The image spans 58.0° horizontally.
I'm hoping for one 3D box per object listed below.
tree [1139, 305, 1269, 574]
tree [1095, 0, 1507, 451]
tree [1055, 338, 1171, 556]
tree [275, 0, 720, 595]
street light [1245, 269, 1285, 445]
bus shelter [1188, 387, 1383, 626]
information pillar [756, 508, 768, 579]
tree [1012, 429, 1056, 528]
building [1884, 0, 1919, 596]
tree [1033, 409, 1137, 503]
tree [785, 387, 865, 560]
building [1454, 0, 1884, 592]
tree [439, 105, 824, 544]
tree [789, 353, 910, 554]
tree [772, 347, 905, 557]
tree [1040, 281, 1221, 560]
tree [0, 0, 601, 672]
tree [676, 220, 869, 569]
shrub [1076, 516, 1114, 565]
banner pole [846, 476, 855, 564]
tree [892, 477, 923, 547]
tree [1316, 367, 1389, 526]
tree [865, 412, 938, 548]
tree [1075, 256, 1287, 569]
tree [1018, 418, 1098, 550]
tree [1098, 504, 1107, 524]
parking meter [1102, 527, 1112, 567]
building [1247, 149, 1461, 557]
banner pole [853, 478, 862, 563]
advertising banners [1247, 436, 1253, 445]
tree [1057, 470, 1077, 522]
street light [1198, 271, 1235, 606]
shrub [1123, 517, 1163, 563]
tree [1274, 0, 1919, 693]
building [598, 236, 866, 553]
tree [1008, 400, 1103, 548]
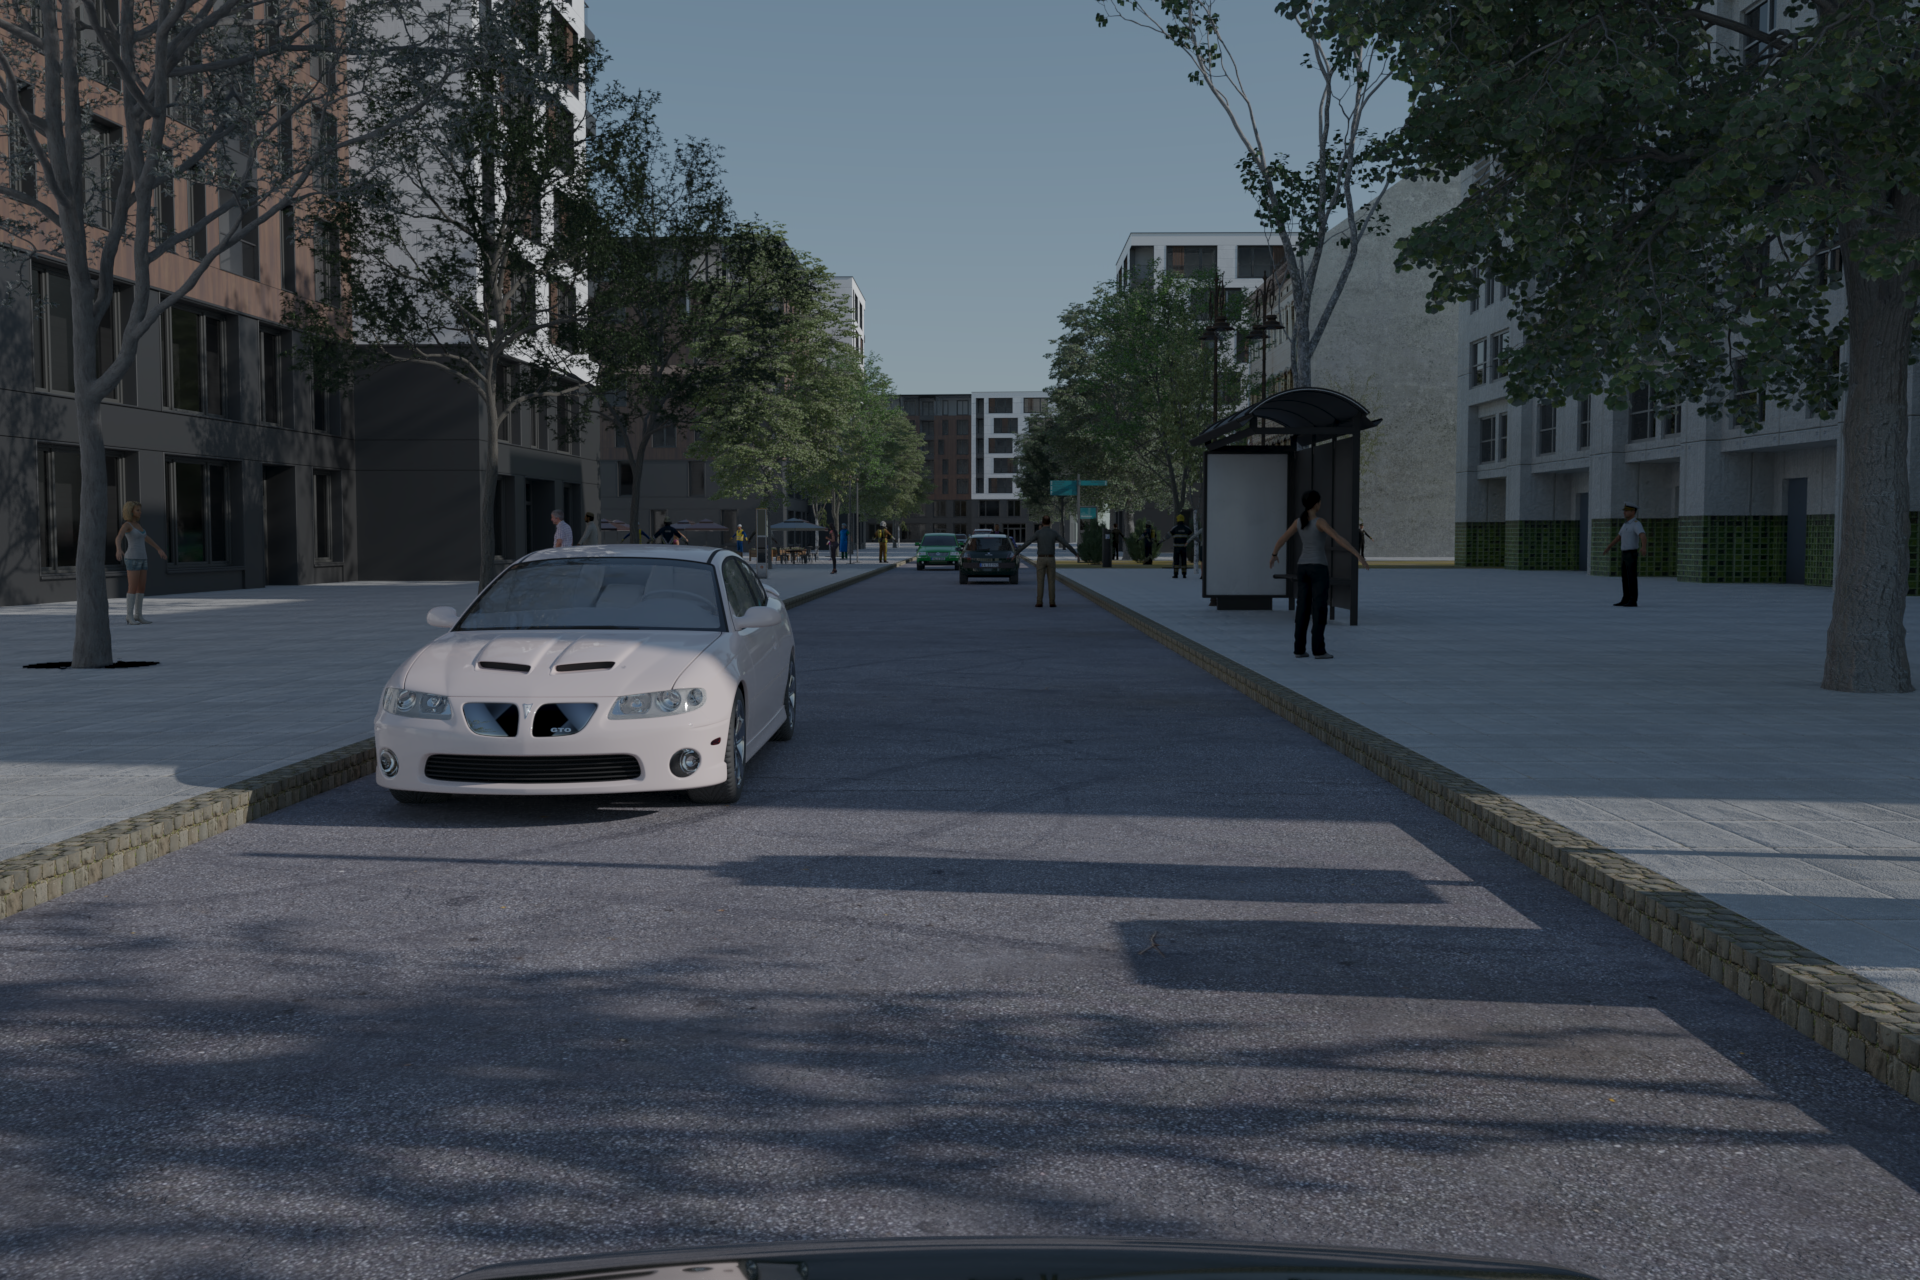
[{"bbox_3d":[7.635,-6.420,55.335,4.737,8.622,4.395,0,3,0],"label":"tree"},{"bbox_3d":[9.488,-11.260,39.994,12.611,20.169,13.585,0,3,0],"label":"tree"},{"bbox_3d":[8.967,-11.054,98.858,7.486,12.596,7.792,0,3,0],"label":"tree"},{"bbox_3d":[-7.412,-5.721,27.948,7.601,10.594,8.767,-1,4,-14],"label":"tree"},{"bbox_3d":[5.345,-3.531,30.522,0.468,5.910,1.993,0,4,0],"label":"street light"},{"bbox_3d":[4.837,-2.000,26.616,2.014,3.302,5.546,0,4,1],"label":"bus shelter"},{"bbox_3d":[-5.675,-2.765,49.696,0.304,2.012,0.304,0,4,0],"label":"information pillar"},{"bbox_3d":[8.882,-14.871,168.900,9.928,11.665,9.643,0,3,0],"label":"tree"},{"bbox_3d":[27.683,-9.453,21.015,16.747,18.905,31.486,0,4,1],"label":"building"},{"bbox_3d":[8.143,-10.783,110.719,7.601,10.594,8.767,1,4,14],"label":"tree"},{"bbox_3d":[-6.810,-8.246,85.188,4.737,8.622,4.395,0,3,0],"label":"tree"},{"bbox_3d":[27.872,-11.401,52.859,16.747,18.905,31.486,0,4,1],"label":"building"},{"bbox_3d":[-7.361,-6.361,38.416,8.767,10.594,7.601,0,4,-8],"label":"tree"},{"bbox_3d":[-6.998,-11.685,109.183,7.486,12.596,7.792,0,3,0],"label":"tree"},{"bbox_3d":[-6.915,-10.445,96.525,9.928,11.665,9.643,0,3,0],"label":"tree"},{"bbox_3d":[8.351,-10.965,85.930,9.857,13.997,8.962,0,3,0],"label":"tree"},{"bbox_3d":[-8.204,-6.479,16.302,12.009,13.543,11.850,0,3,0],"label":"tree"},{"bbox_3d":[-6.918,-8.883,63.371,7.486,12.596,7.792,0,3,0],"label":"tree"},{"bbox_3d":[5.642,-4.146,72.204,1.690,2.028,1.600,0,3,0],"label":"shrub"},{"bbox_3d":[-4.695,-5.152,74.250,0.401,3.779,0.863,0,4,0],"label":"banner pole"},{"bbox_3d":[-5.780,-13.413,169.670,4.737,8.622,4.395,0,3,0],"label":"tree"},{"bbox_3d":[17.276,-7.661,75.622,4.360,8.622,3.978,0,3,0],"label":"tree"},{"bbox_3d":[-5.879,-14.774,159.677,7.486,12.596,7.792,0,3,0],"label":"tree"},{"bbox_3d":[8.114,-8.454,63.977,9.928,11.665,9.643,0,3,0],"label":"tree"},{"bbox_3d":[7.986,-12.446,137.899,7.601,10.594,8.767,1,4,8],"label":"tree"},{"bbox_3d":[21.420,-18.908,259.513,4.360,8.622,3.978,0,3,0],"label":"tree"},{"bbox_3d":[5.668,-3.564,66.684,0.372,1.533,0.369,0,3,0],"label":"parking meter"},{"bbox_3d":[27.978,-16.709,104.122,19.493,23.208,18.063,0,4,1],"label":"building"},{"bbox_3d":[-4.617,-5.385,78.062,0.401,3.779,0.863,0,3,0],"label":"banner pole"},{"bbox_3d":[4.995,-2.111,30.708,0.090,3.025,2.074,0,4,1],"label":"advertising banners"},{"bbox_3d":[8.710,-10.627,124.118,4.737,8.622,4.395,0,3,0],"label":"tree"},{"bbox_3d":[4.524,-3.543,30.718,0.468,5.910,1.993,0,4,1],"label":"street light"},{"bbox_3d":[8.110,-4.442,76.661,1.661,2.075,1.752,0,3,0],"label":"shrub"},{"bbox_3d":[7.385,-6.561,13.923,9.857,13.997,8.962,0,3,0],"label":"tree"},{"bbox_3d":[-22.465,-17.833,135.551,27.936,21.610,32.646,0,4,1],"label":"building"},{"bbox_3d":[9.294,-15.456,159.364,9.857,13.997,8.962,0,3,0],"label":"tree"}]
